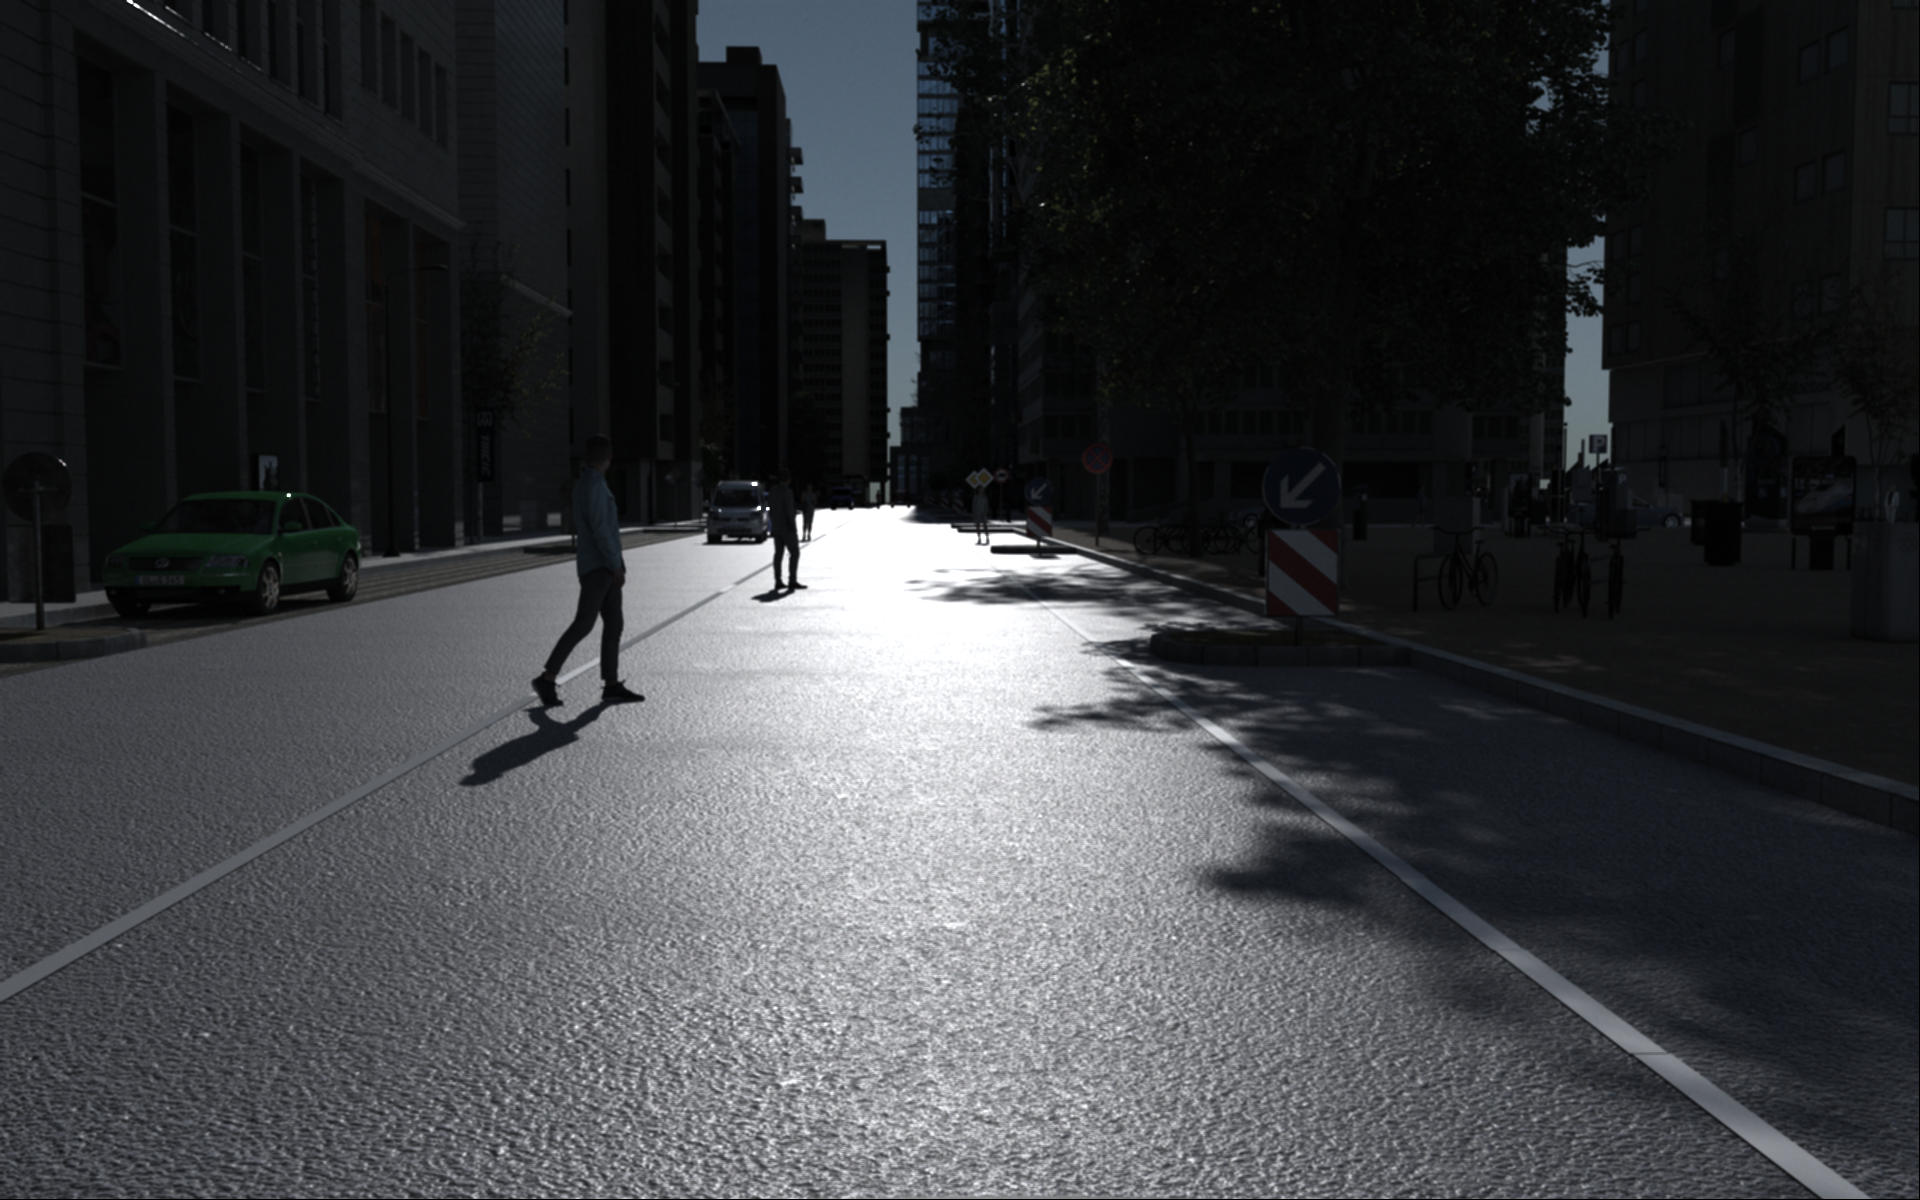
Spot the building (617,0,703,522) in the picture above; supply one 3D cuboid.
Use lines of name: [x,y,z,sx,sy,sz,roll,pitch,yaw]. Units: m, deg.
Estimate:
building: [-19.840,-18.858,80.034,14.160,30.474,14.107,0,4,-2]

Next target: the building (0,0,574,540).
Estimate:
building: [-28.761,-17.070,56.579,29.804,29.767,11.434,0,4,-2]

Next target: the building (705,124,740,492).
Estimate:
building: [-24.971,-22.236,135.268,14.160,30.474,14.107,0,4,-2]

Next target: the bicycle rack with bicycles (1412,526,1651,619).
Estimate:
bicycle rack with bicycles: [6.348,-0.357,19.227,2.852,0.926,2.925,2,4,31]

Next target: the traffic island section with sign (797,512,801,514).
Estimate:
traffic island section with sign: [-12.520,-7.134,125.271,1.989,1.847,2.006,0,4,-2]

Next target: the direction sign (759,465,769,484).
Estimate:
direction sign: [-15.473,-8.864,136.928,0.876,3.537,0.379,1,4,16]

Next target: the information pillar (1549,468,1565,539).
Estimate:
information pillar: [17.164,-2.769,49.763,0.304,2.012,0.304,-3,5,-39]

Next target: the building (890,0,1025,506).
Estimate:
building: [5.645,-56.854,242.239,31.000,86.520,22.319,0,4,-2]

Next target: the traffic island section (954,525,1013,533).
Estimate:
traffic island section: [0.925,-2.628,65.249,2.009,0.180,2.903,0,4,-2]

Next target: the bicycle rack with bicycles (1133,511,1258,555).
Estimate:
bicycle rack with bicycles: [5.233,-1.457,37.207,2.925,0.926,2.852,0,4,8]

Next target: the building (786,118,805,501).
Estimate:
building: [-34.364,-36.074,209.424,30.456,49.044,23.786,0,4,-2]

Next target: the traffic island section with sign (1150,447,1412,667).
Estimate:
traffic island section with sign: [2.736,-0.409,15.320,1.989,1.847,2.006,0,4,-2]

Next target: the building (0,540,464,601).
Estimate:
building: [-17.076,-15.256,26.920,11.434,29.767,29.804,0,4,-2]

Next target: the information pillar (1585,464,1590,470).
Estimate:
information pillar: [49.232,-8.857,136.165,0.504,3.616,0.183,2,4,27]

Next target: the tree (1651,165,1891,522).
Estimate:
tree: [17.915,-5.432,39.170,4.360,8.622,3.978,0,3,0]

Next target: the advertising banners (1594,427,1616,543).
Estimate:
advertising banners: [17.166,-3.047,46.011,0.090,3.025,2.074,1,4,10]

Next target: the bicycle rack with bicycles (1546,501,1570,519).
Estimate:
bicycle rack with bicycles: [30.129,-4.672,89.761,2.852,0.926,2.925,0,4,-7]

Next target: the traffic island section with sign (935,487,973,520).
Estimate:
traffic island section with sign: [-0.257,-5.467,98.019,1.989,1.847,2.006,0,4,-2]

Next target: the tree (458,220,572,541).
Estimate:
tree: [-13.090,-5.956,47.743,4.360,8.622,3.978,0,3,0]

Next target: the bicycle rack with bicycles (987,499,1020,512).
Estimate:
bicycle rack with bicycles: [3.600,-6.939,126.837,2.852,0.926,2.925,-3,5,-45]

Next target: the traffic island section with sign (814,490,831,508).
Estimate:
traffic island section with sign: [-14.301,-10.146,174.521,1.989,1.847,2.006,0,4,-2]

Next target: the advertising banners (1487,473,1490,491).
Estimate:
advertising banners: [43.683,-9.077,144.589,2.074,3.025,0.090,-3,4,-38]

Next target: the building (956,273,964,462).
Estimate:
building: [6.395,-27.210,216.576,14.160,30.474,14.107,0,4,-2]

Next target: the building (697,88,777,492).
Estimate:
building: [-33.415,-28.549,158.662,32.217,40.220,23.993,0,4,-2]

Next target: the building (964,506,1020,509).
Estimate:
building: [11.550,-52.001,162.879,22.319,86.520,31.000,0,4,-2]

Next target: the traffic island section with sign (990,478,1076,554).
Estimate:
traffic island section with sign: [1.756,-2.057,42.258,1.989,1.847,2.006,0,4,-2]

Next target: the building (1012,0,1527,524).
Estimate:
building: [15.225,-24.257,88.486,23.993,40.220,32.217,0,4,-2]

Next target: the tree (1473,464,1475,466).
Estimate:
tree: [31.415,-7.799,111.231,4.285,4.588,4.351,0,3,0]

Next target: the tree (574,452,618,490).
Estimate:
tree: [-13.846,-4.356,65.818,1.663,3.219,1.824,0,3,0]

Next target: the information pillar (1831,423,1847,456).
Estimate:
information pillar: [29.102,-4.038,57.380,0.183,3.616,0.504,-2,4,-31]

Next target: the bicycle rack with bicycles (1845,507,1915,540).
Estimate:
bicycle rack with bicycles: [25.796,-2.128,48.173,2.925,0.926,2.852,-2,4,-31]

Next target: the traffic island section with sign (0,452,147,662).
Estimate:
traffic island section with sign: [-8.551,-0.426,15.592,1.989,1.847,2.006,0,4,-2]

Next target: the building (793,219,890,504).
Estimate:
building: [-22.010,-33.985,247.541,23.993,40.220,32.217,0,4,-2]

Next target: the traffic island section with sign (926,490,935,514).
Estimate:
traffic island section with sign: [-1.245,-7.137,125.323,1.989,1.847,2.006,0,4,-2]

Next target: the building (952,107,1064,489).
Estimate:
building: [10.312,-33.040,194.820,22.147,44.769,28.867,0,4,-2]

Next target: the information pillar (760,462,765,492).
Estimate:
information pillar: [-14.563,-8.355,127.959,0.183,3.616,0.504,2,4,28]

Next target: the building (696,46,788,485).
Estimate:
building: [-25.148,-32.279,177.878,14.600,45.320,14.200,0,4,-2]

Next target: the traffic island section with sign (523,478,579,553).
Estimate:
traffic island section with sign: [-9.529,-2.073,42.529,1.989,1.847,2.006,0,4,-2]

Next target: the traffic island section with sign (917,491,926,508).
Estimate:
traffic island section with sign: [-3.089,-10.233,175.943,1.989,1.847,2.006,0,4,-2]

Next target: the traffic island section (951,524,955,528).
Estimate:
traffic island section: [0.636,-3.116,73.229,2.009,0.180,2.903,0,4,-2]

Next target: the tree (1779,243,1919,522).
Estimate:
tree: [27.811,-6.222,52.098,4.360,8.622,3.978,0,3,0]

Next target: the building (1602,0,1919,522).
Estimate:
building: [51.497,-30.556,88.837,27.495,52.752,28.713,0,4,-2]

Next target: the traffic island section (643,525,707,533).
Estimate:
traffic island section: [-10.659,-2.603,64.837,2.009,0.180,2.903,0,4,-2]

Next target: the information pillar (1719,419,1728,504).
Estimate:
information pillar: [23.877,-3.842,54.170,0.183,3.616,0.504,0,4,7]

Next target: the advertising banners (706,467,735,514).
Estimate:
advertising banners: [-15.624,-7.145,113.010,2.074,3.025,0.090,1,4,17]
